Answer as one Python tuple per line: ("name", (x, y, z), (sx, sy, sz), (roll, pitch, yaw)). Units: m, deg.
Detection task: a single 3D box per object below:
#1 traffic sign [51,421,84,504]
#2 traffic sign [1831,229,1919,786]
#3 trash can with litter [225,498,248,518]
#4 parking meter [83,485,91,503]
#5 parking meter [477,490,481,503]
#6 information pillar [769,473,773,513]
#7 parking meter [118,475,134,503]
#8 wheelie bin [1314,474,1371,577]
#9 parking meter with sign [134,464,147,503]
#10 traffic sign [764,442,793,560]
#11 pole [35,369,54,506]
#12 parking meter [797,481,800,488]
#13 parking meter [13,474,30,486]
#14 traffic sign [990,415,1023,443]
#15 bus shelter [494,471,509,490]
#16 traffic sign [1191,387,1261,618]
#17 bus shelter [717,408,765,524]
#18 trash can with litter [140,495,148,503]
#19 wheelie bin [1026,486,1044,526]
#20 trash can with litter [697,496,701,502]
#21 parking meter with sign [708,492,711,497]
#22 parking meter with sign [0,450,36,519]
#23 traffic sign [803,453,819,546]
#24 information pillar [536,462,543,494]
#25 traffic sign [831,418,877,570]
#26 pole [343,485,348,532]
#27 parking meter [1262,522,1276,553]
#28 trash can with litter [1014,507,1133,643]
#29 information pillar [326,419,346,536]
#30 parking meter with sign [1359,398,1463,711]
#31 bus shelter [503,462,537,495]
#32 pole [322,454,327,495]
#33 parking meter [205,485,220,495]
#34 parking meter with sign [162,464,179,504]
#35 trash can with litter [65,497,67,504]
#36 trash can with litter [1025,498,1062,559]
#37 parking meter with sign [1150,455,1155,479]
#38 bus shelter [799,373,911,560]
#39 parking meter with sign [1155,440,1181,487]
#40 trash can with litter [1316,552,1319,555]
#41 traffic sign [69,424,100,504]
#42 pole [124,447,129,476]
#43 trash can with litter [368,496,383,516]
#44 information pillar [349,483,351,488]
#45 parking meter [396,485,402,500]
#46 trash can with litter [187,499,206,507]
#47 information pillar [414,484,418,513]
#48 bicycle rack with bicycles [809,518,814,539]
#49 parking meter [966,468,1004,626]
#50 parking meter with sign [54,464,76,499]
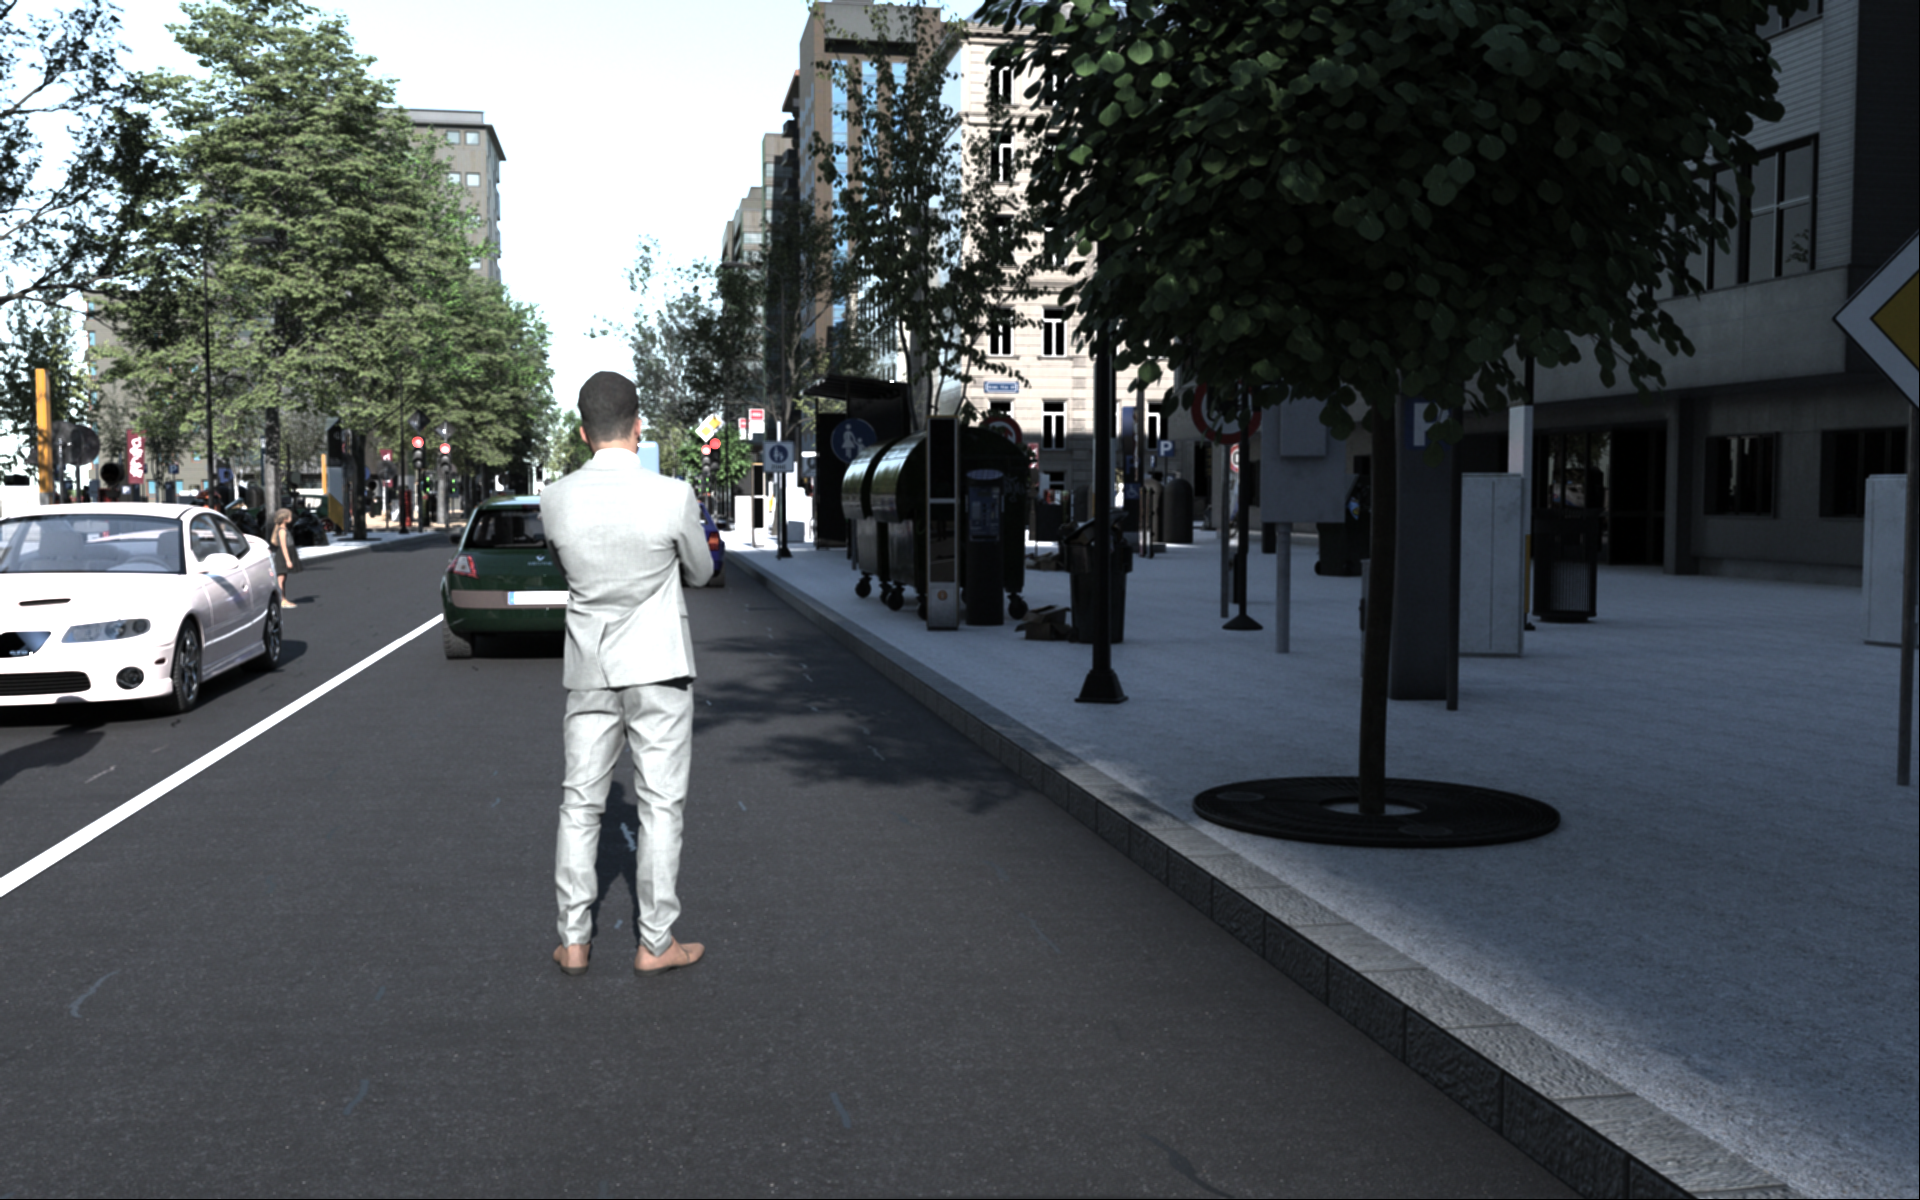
("traffic sign", (-15.574, -1.831, 30.037), (0.768, 2.556, 0.104), (0, 4, -3))
("traffic sign", (4.158, -0.390, 7.566), (0.795, 2.450, 0.064), (0, 4, -2))
("trash can with litter", (-21.955, -2.480, 51.927), (1.055, 1.170, 0.624), (-3, 4, -37))
("parking meter", (-56.141, -6.465, 111.417), (0.255, 1.863, 0.399), (3, 4, 38))
("parking meter", (-29.682, -6.013, 106.725), (0.372, 1.533, 0.369), (0, 3, 0))
("information pillar", (-12.630, -7.610, 115.770), (0.183, 3.616, 0.504), (1, 4, 17))
("parking meter", (-23.953, -2.695, 49.774), (0.399, 1.863, 0.255), (-1, 4, -20))
("wheelie bin", (6.000, -1.183, 27.246), (0.693, 1.594, 0.980), (-3, 4, -36))
("parking meter with sign", (-47.936, -6.372, 100.435), (1.738, 3.016, 0.543), (2, 4, 26))
("traffic sign", (-3.524, -1.929, 33.674), (0.606, 2.300, 0.079), (-1, 4, -10))
("pole", (-14.949, -2.108, 28.316), (0.158, 3.312, 0.155), (0, 3, 0))
("parking meter", (-6.380, -3.754, 67.090), (0.399, 1.863, 0.255), (-1, 4, -20))
("parking meter", (-26.900, -2.692, 49.725), (0.399, 1.863, 0.255), (0, 4, 1))
("traffic sign", (0.615, -1.687, 27.681), (0.768, 2.556, 0.104), (0, 4, -7))
("bus shelter", (-33.803, -8.281, 129.317), (2.014, 3.302, 5.546), (-1, 4, -10))
("traffic sign", (2.750, -1.090, 17.922), (0.768, 2.556, 0.104), (0, 4, -2))
("bus shelter", (-9.793, -6.190, 78.831), (2.179, 5.291, 8.768), (-1, 4, -10))
("trash can with litter", (-55.601, -6.498, 117.293), (2.233, 1.210, 1.678), (0, 4, -3))
("wheelie bin", (2.882, -3.777, 69.659), (0.980, 1.594, 0.693), (1, 4, 9))
("trash can with litter", (-15.366, -5.427, 100.121), (1.055, 1.170, 0.624), (0, 4, -8))
("parking meter with sign", (-17.142, -7.381, 116.939), (1.738, 3.016, 0.543), (3, 5, 42))
("parking meter with sign", (-37.617, -4.445, 68.940), (1.738, 3.016, 0.543), (0, 4, 2))
("traffic sign", (-3.570, -2.469, 42.498), (0.606, 2.300, 0.079), (0, 4, -3))
("information pillar", (-30.436, -8.204, 125.495), (0.504, 3.616, 0.183), (-1, 4, -18))
("traffic sign", (-1.788, -1.782, 29.243), (0.768, 2.556, 0.104), (0, 4, -4))
("pole", (-20.410, -3.890, 57.451), (0.158, 3.312, 0.155), (0, 3, 0))
("parking meter", (6.692, -1.942, 37.468), (0.255, 1.863, 0.399), (0, 4, -1))
("trash can with litter", (0.968, -0.224, 15.058), (1.055, 1.170, 0.624), (2, 4, 32))
("information pillar", (-19.075, -3.764, 52.892), (0.183, 3.616, 0.504), (2, 4, 35))
("parking meter with sign", (2.918, -0.903, 11.020), (0.543, 3.016, 1.738), (0, 4, 0))
("bus shelter", (-29.517, -8.415, 115.221), (2.179, 5.291, 8.768), (-1, 4, -10))
("pole", (-32.635, -5.816, 88.935), (0.158, 3.312, 0.155), (0, 3, 0))
("parking meter", (-20.818, -2.437, 48.264), (0.372, 1.533, 0.369), (0, 3, 0))
("parking meter with sign", (-46.005, -6.395, 100.820), (0.543, 3.016, 1.738), (0, 4, -8))
("trash can with litter", (-36.480, -3.728, 72.013), (2.233, 1.210, 1.678), (-3, 4, -37))
("trash can with litter", (1.389, -1.417, 34.233), (2.233, 1.210, 1.678), (1, 4, 13))
("parking meter with sign", (9.498, -5.006, 78.110), (1.738, 3.016, 0.543), (-1, 4, -14))
("bus shelter", (-2.274, -2.795, 36.974), (1.731, 3.624, 6.357), (-1, 4, -10))
("parking meter with sign", (6.920, -3.679, 56.416), (0.543, 3.016, 1.738), (1, 4, 21))
("trash can with litter", (7.678, -1.423, 34.655), (1.055, 1.170, 0.624), (1, 4, 21))
("traffic sign", (-16.034, -1.920, 31.502), (0.768, 2.556, 0.104), (-1, 4, -9))
("pole", (-36.334, -4.999, 75.582), (0.158, 3.312, 0.155), (0, 3, 0))
("trash can with litter", (-34.561, -5.556, 102.223), (1.055, 1.170, 0.624), (3, 4, 36))
("information pillar", (-38.857, -6.453, 109.992), (0.304, 2.012, 0.304), (1, 4, 19))
("parking meter", (-36.966, -6.637, 114.218), (0.255, 1.863, 0.399), (2, 4, 31))
("trash can with litter", (-16.275, -1.519, 36.228), (1.055, 1.170, 0.624), (1, 4, 14))
("information pillar", (-37.760, -7.098, 120.542), (0.304, 2.012, 0.304), (-3, 4, -38))
("bicycle rack with bicycles", (-3.230, -2.195, 49.271), (2.852, 0.926, 2.925), (2, 4, 34))
("parking meter", (0.243, -0.524, 16.977), (0.372, 1.533, 0.369), (0, 3, 0))
("parking meter with sign", (-45.628, -5.636, 88.406), (0.543, 3.016, 1.738), (-3, 5, -43))
